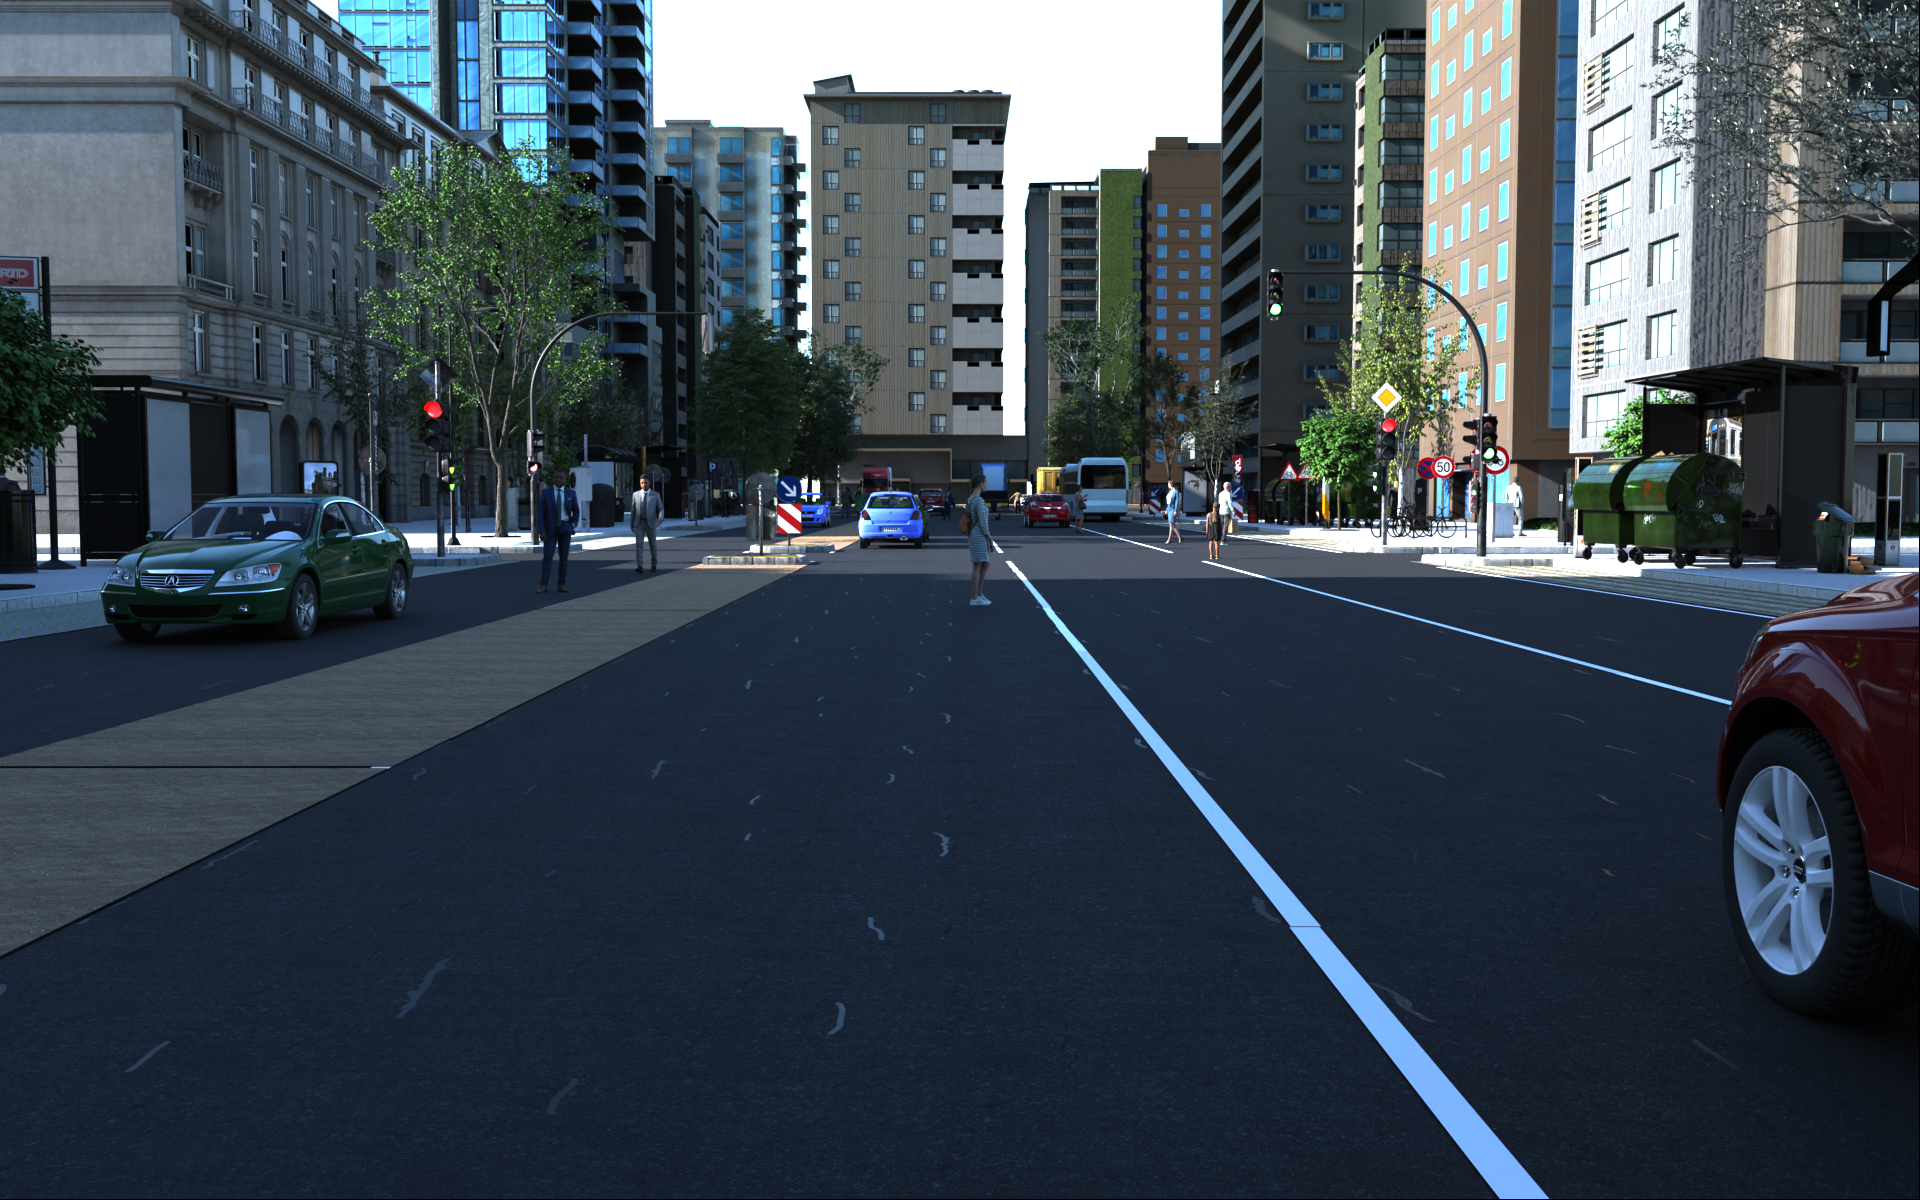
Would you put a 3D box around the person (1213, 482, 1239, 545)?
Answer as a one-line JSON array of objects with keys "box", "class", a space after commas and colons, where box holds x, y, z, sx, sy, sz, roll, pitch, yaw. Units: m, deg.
[{"box": [7.483, -2.427, 48.673, 0.515, 1.767, 0.782, -2, 4, -25], "class": "person"}]

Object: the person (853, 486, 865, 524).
[{"box": [-4.825, -4.553, 83.187, 0.600, 1.795, 0.529, 0, 4, 3], "class": "person"}]

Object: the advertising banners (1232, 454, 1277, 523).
[{"box": [12.938, -4.894, 76.207, 2.074, 3.025, 0.090, 2, 4, 25], "class": "advertising banners"}]

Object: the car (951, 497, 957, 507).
[{"box": [-1.339, -10.704, 187.584, 1.945, 1.354, 3.894, 0, 4, 0], "class": "car"}]

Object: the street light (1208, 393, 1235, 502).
[{"box": [12.041, -6.541, 79.483, 1.470, 5.913, 1.316, 0, 4, 0], "class": "street light"}]

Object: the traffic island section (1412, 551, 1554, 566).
[{"box": [10.702, -0.810, 35.528, 2.009, 0.180, 2.903, 0, 4, 0], "class": "traffic island section"}]

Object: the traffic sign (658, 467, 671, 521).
[{"box": [-13.992, -4.982, 81.554, 0.768, 2.556, 0.104, 0, 4, 7], "class": "traffic sign"}]

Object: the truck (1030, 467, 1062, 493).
[{"box": [6.867, -7.848, 124.244, 3.469, 3.379, 9.791, 0, 4, 1], "class": "truck"}]

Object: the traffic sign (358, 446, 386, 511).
[{"box": [-15.390, -2.767, 45.346, 0.768, 2.556, 0.104, 0, 4, 8], "class": "traffic sign"}]

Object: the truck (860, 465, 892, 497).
[{"box": [-7.960, -10.869, 166.614, 2.839, 4.237, 11.283, 0, 4, 0], "class": "truck"}]

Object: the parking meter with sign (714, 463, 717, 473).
[{"box": [-14.113, -6.087, 95.786, 0.543, 3.016, 1.738, 2, 4, 25], "class": "parking meter with sign"}]

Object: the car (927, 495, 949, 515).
[{"box": [-1.581, -6.710, 121.703, 2.014, 1.417, 4.499, 0, 4, -1], "class": "car"}]

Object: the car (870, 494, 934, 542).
[{"box": [-1.882, -2.513, 52.889, 2.131, 1.459, 4.920, 0, 4, 1], "class": "car"}]

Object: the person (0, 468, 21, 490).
[{"box": [-17.072, -1.527, 30.973, 0.822, 1.834, 0.622, 3, 5, 45], "class": "person"}]

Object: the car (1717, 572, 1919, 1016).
[{"box": [3.290, 0.337, 3.166, 2.281, 1.827, 5.304, 0, 4, 0], "class": "car"}]

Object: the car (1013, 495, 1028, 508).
[{"box": [6.437, -9.959, 175.197, 2.083, 1.381, 4.827, 0, 4, -1], "class": "car"}]

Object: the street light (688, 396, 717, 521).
[{"box": [-12.227, -6.711, 82.260, 1.470, 5.913, 1.316, 0, 4, 0], "class": "street light"}]

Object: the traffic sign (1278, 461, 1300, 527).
[{"box": [12.966, -4.176, 68.287, 0.884, 2.594, 0.081, 0, 4, 5], "class": "traffic sign"}]

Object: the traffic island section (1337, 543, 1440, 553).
[{"box": [10.673, -1.299, 43.513, 2.009, 0.180, 2.903, 0, 4, 0], "class": "traffic island section"}]

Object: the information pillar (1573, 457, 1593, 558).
[{"box": [12.436, -1.839, 34.562, 0.304, 2.012, 0.304, 1, 4, 13], "class": "information pillar"}]

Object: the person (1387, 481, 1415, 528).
[{"box": [16.681, -3.605, 65.195, 0.699, 1.804, 1.509, -1, 4, -22], "class": "person"}]

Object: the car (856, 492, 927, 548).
[{"box": [-1.851, -2.283, 46.918, 1.945, 1.707, 3.694, 0, 4, -1], "class": "car"}]

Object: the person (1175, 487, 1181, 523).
[{"box": [10.685, -4.677, 85.195, 0.478, 1.798, 0.641, 0, 4, -7], "class": "person"}]

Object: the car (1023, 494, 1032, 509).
[{"box": [6.297, -8.106, 144.533, 2.014, 1.417, 4.499, 0, 4, -2], "class": "car"}]

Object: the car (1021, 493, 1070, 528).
[{"box": [3.751, -4.046, 75.184, 2.155, 1.783, 4.494, 0, 4, -1], "class": "car"}]

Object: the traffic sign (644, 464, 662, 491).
[{"box": [-12.873, -4.438, 72.674, 0.768, 2.556, 0.104, 0, 4, 1], "class": "traffic sign"}]

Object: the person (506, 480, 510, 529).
[{"box": [-16.380, -3.462, 63.007, 0.624, 1.780, 0.694, -3, 5, -43], "class": "person"}]

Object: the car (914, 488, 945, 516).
[{"box": [-1.926, -6.508, 115.072, 2.281, 1.827, 5.304, 0, 4, -1], "class": "car"}]

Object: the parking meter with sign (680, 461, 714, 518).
[{"box": [-14.229, -5.898, 92.688, 1.738, 3.016, 0.543, 0, 4, -1], "class": "parking meter with sign"}]

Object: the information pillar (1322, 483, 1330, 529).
[{"box": [13.501, -4.433, 63.831, 0.183, 3.616, 0.504, 2, 4, 32], "class": "information pillar"}]

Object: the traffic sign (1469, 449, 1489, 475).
[{"box": [14.024, -2.840, 46.541, 0.768, 2.556, 0.104, 0, 4, 5], "class": "traffic sign"}]

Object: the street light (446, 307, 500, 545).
[{"box": [-12.139, -4.321, 43.192, 1.470, 5.913, 1.316, 0, 4, 0], "class": "street light"}]

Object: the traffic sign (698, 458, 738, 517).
[{"box": [-13.720, -6.387, 98.296, 2.265, 3.308, 0.079, 0, 4, 4], "class": "traffic sign"}]

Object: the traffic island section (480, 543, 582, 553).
[{"box": [-10.668, -1.294, 43.441, 2.009, 0.180, 2.903, 0, 4, 0], "class": "traffic island section"}]

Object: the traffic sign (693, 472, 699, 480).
[{"box": [-14.918, -6.072, 99.391, 0.768, 2.556, 0.104, 0, 4, 5], "class": "traffic sign"}]

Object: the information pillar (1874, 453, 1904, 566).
[{"box": [16.552, -1.613, 30.872, 0.304, 2.012, 0.304, -1, 4, -8], "class": "information pillar"}]

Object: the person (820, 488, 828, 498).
[{"box": [-7.649, -5.381, 97.056, 0.524, 1.755, 0.480, 0, 3, 0], "class": "person"}]

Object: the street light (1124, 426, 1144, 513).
[{"box": [11.893, -8.930, 118.550, 1.470, 5.913, 1.316, 0, 4, 0], "class": "street light"}]

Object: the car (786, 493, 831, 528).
[{"box": [-6.551, -4.011, 75.179, 1.945, 1.707, 3.694, 0, 4, -1], "class": "car"}]

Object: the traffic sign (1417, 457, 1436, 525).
[{"box": [16.240, -3.672, 60.137, 0.768, 2.556, 0.104, 0, 4, 8], "class": "traffic sign"}]

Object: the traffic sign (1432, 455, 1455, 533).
[{"box": [15.960, -3.496, 57.258, 0.768, 2.556, 0.104, 0, 4, 6], "class": "traffic sign"}]

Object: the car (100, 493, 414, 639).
[{"box": [-7.363, -0.415, 18.583, 2.131, 1.459, 4.920, 0, 4, 0], "class": "car"}]

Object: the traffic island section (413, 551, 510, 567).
[{"box": [-10.639, -0.806, 35.456, 2.009, 0.180, 2.903, 0, 4, 0], "class": "traffic island section"}]

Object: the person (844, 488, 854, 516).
[{"box": [-7.329, -6.410, 113.289, 0.794, 1.824, 0.713, -1, 4, -9], "class": "person"}]

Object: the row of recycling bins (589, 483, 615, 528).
[{"box": [-14.089, -3.724, 67.992, 1.069, 1.692, 3.534, -1, 4, -9], "class": "row of recycling bins"}]

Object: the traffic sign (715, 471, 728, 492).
[{"box": [-13.421, -5.959, 97.529, 0.768, 2.556, 0.104, 1, 4, 9], "class": "traffic sign"}]

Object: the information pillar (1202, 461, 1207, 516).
[{"box": [14.159, -6.656, 100.179, 0.183, 3.616, 0.504, 0, 4, -4], "class": "information pillar"}]

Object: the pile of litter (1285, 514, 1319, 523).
[{"box": [15.108, -3.819, 76.406, 1.719, 0.858, 1.176, -1, 4, -10], "class": "pile of litter"}]

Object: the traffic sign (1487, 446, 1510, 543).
[{"box": [14.087, -2.786, 45.665, 0.768, 2.556, 0.104, 0, 4, 1], "class": "traffic sign"}]

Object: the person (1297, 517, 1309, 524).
[{"box": [14.801, -4.182, 74.846, 0.576, 1.772, 0.534, 3, 5, 41], "class": "person"}]

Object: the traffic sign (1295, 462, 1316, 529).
[{"box": [12.862, -3.931, 64.276, 0.884, 2.594, 0.081, 0, 3, 0], "class": "traffic sign"}]

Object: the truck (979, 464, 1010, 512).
[{"box": [2.855, -9.618, 147.020, 2.967, 4.110, 18.799, 0, 4, 1], "class": "truck"}]

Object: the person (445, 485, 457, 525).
[{"box": [-21.350, -4.113, 73.159, 0.638, 1.841, 0.748, 2, 4, 30], "class": "person"}]

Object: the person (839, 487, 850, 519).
[{"box": [-6.714, -5.668, 100.970, 0.655, 1.846, 0.447, -2, 4, -23], "class": "person"}]
